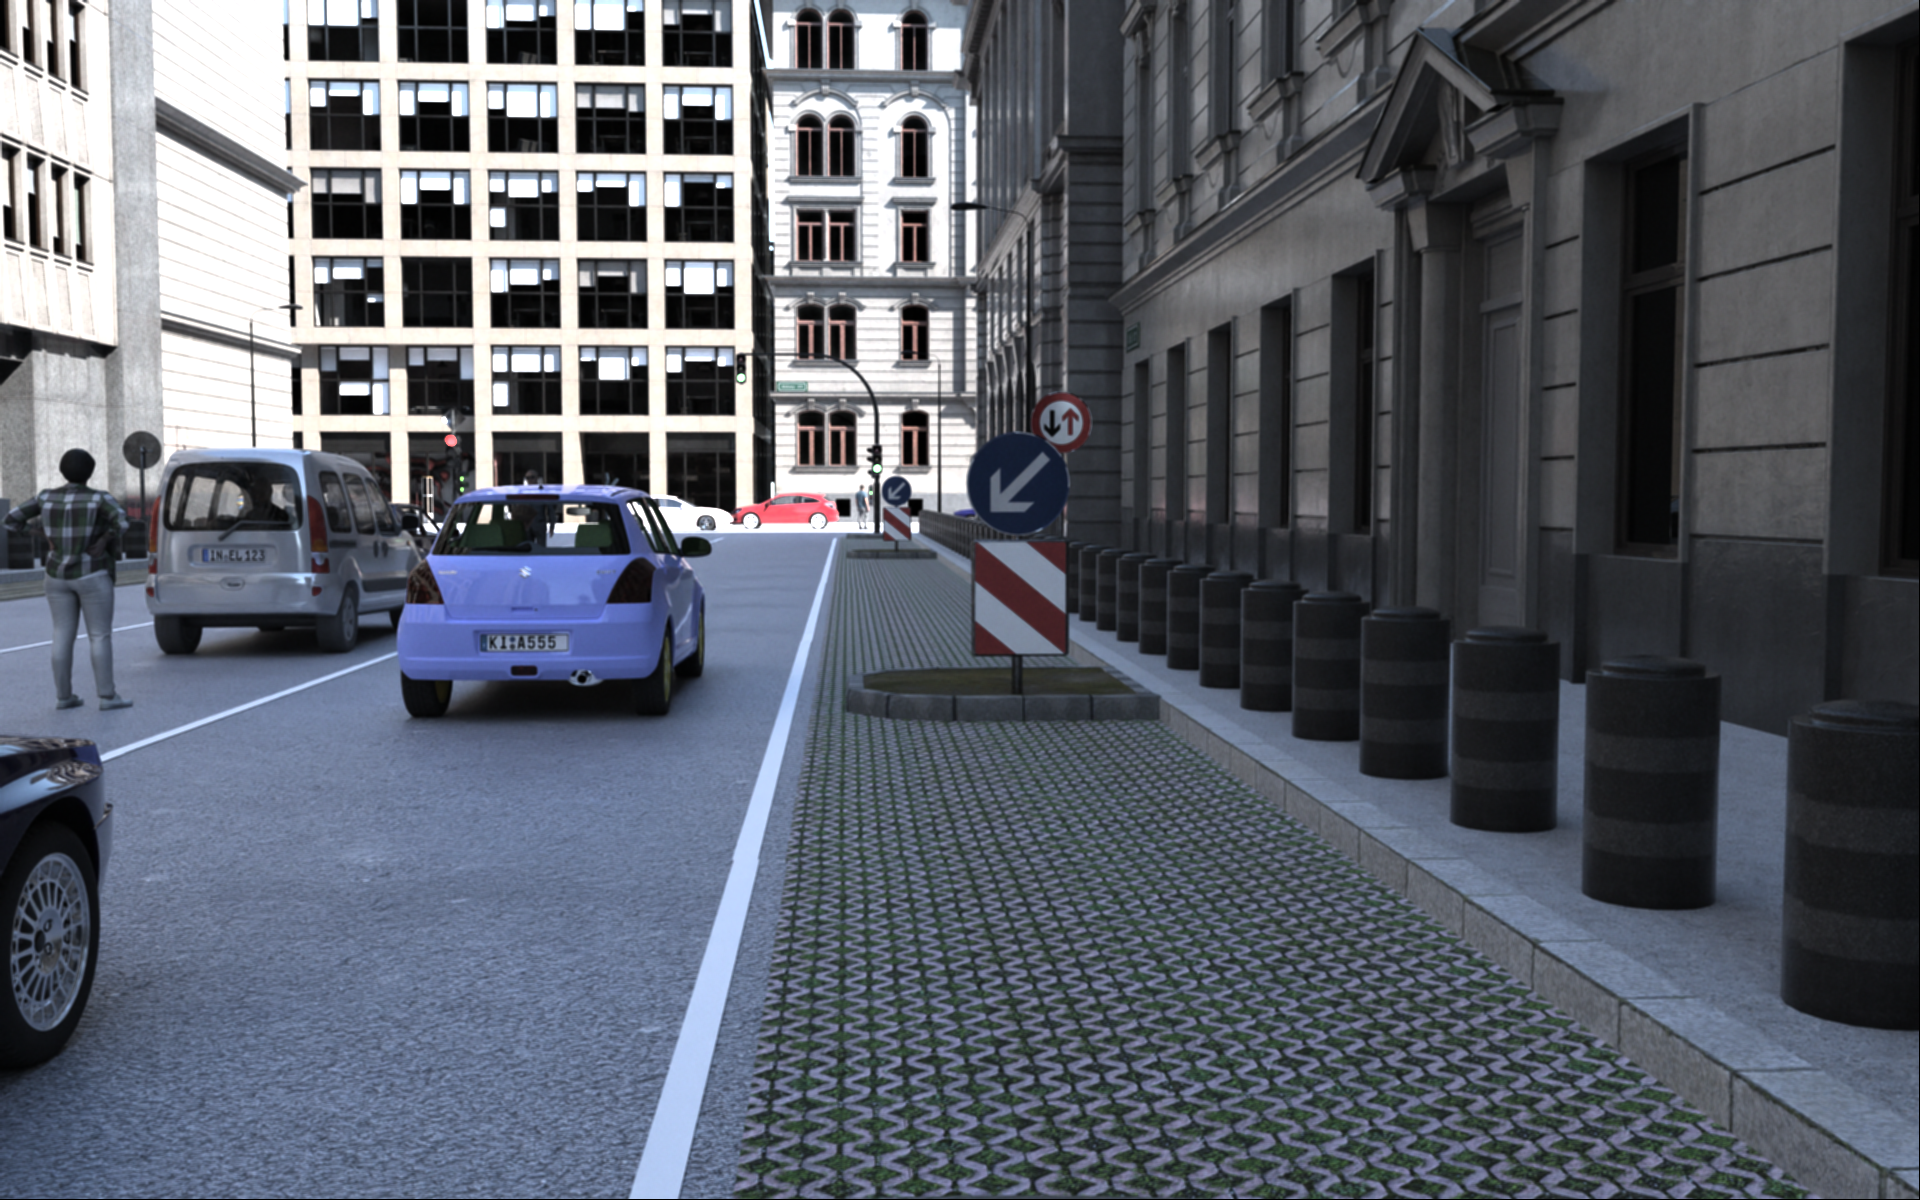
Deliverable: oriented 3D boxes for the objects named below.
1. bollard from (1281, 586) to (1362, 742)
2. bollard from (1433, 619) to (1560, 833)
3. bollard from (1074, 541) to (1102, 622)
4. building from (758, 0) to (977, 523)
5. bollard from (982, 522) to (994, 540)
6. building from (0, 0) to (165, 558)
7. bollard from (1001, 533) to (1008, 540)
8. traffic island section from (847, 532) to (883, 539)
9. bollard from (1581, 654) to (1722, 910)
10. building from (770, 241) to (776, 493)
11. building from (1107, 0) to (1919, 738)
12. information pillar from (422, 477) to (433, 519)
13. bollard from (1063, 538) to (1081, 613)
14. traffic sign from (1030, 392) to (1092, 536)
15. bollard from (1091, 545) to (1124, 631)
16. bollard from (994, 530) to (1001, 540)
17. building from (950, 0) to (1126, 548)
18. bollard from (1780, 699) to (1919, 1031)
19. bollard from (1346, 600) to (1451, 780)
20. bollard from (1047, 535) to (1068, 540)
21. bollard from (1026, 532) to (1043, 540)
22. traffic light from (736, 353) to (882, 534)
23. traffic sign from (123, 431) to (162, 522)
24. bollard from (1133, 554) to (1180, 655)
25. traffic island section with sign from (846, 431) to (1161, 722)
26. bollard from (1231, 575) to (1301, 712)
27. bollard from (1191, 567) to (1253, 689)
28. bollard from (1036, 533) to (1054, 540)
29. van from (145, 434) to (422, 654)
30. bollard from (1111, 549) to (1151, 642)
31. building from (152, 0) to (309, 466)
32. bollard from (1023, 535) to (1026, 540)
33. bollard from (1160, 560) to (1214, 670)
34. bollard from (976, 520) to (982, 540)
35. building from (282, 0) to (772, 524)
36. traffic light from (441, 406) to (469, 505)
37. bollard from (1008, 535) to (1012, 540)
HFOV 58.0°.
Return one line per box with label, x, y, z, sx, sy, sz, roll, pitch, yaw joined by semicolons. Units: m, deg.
bollard;1.960;0.340;9.152;0.404;0.777;0.398;0;3;0
bollard;2.116;0.489;6.729;0.404;0.777;0.398;0;3;0
bollard;1.410;-0.175;17.574;0.404;0.777;0.398;0;3;0
building;2.458;-18.051;82.523;23.554;28.519;14.401;0;4;-4
bollard;0.631;-0.909;29.586;0.404;0.777;0.398;0;3;0
building;-23.675;-12.905;29.017;12.078;24.808;19.932;0;4;-4
bollard;0.866;-0.689;25.982;0.404;0.777;0.398;0;3;0
traffic island section;-2.682;-2.082;56.327;2.009;0.180;2.903;0;4;-4
bollard;2.197;0.563;5.511;0.404;0.777;0.398;0;3;0
building;-37.213;-34.025;248.189;23.993;40.220;32.217;0;4;-4
building;12.164;-14.259;9.544;17.030;29.872;44.131;0;4;-4
information pillar;-22.651;-4.233;73.693;0.304;2.012;0.304;2;4;26
bollard;1.335;-0.248;18.773;0.404;0.777;0.398;0;3;0
traffic sign;1.258;-1.318;21.662;0.768;2.556;0.104;0;4;-3
bollard;1.490;-0.101;16.369;0.404;0.777;0.398;0;3;0
bollard;0.788;-0.763;27.186;0.404;0.777;0.398;0;3;0
building;7.095;-12.340;43.560;13.314;21.916;24.055;0;4;-4
bollard;2.275;0.636;4.312;0.404;0.777;0.398;0;3;0
bollard;2.041;0.414;7.947;0.404;0.777;0.398;0;3;0
bollard;1.252;-0.321;19.972;0.404;0.777;0.398;0;3;0
bollard;1.101;-0.468;22.371;0.404;0.777;0.398;0;3;0
traffic light;-4.804;-4.970;55.934;4.771;5.953;1.251;0;4;-4
traffic sign;-16.545;-2.138;35.057;0.768;2.556;0.104;0;4;-1
bollard;1.645;0.046;13.971;0.404;0.777;0.398;0;3;0
traffic island section with sign;0.219;-0.193;11.788;1.989;1.847;2.006;0;4;-4
bollard;1.883;0.266;10.370;0.404;0.777;0.398;0;3;0
bollard;1.803;0.192;11.573;0.404;0.777;0.398;0;3;0
bollard;1.176;-0.395;21.171;0.404;0.777;0.398;0;3;0
van;-6.451;-0.608;16.955;2.013;2.044;4.112;0;4;-5
bollard;1.572;-0.028;15.170;0.404;0.777;0.398;0;3;0
building;-31.024;-15.789;45.538;23.554;28.519;14.401;0;4;-4
bollard;1.021;-0.541;23.569;0.404;0.777;0.398;0;3;0
bollard;1.728;0.119;12.772;0.404;0.777;0.398;0;3;0
bollard;0.550;-0.984;30.805;0.404;0.777;0.398;0;3;0
building;-26.595;-17.023;82.845;34.151;26.468;19.350;0;4;-4
traffic light;-16.154;-4.061;55.323;0.839;4.253;0.868;0;4;-4
bollard;0.943;-0.616;24.783;0.404;0.777;0.398;0;3;0
